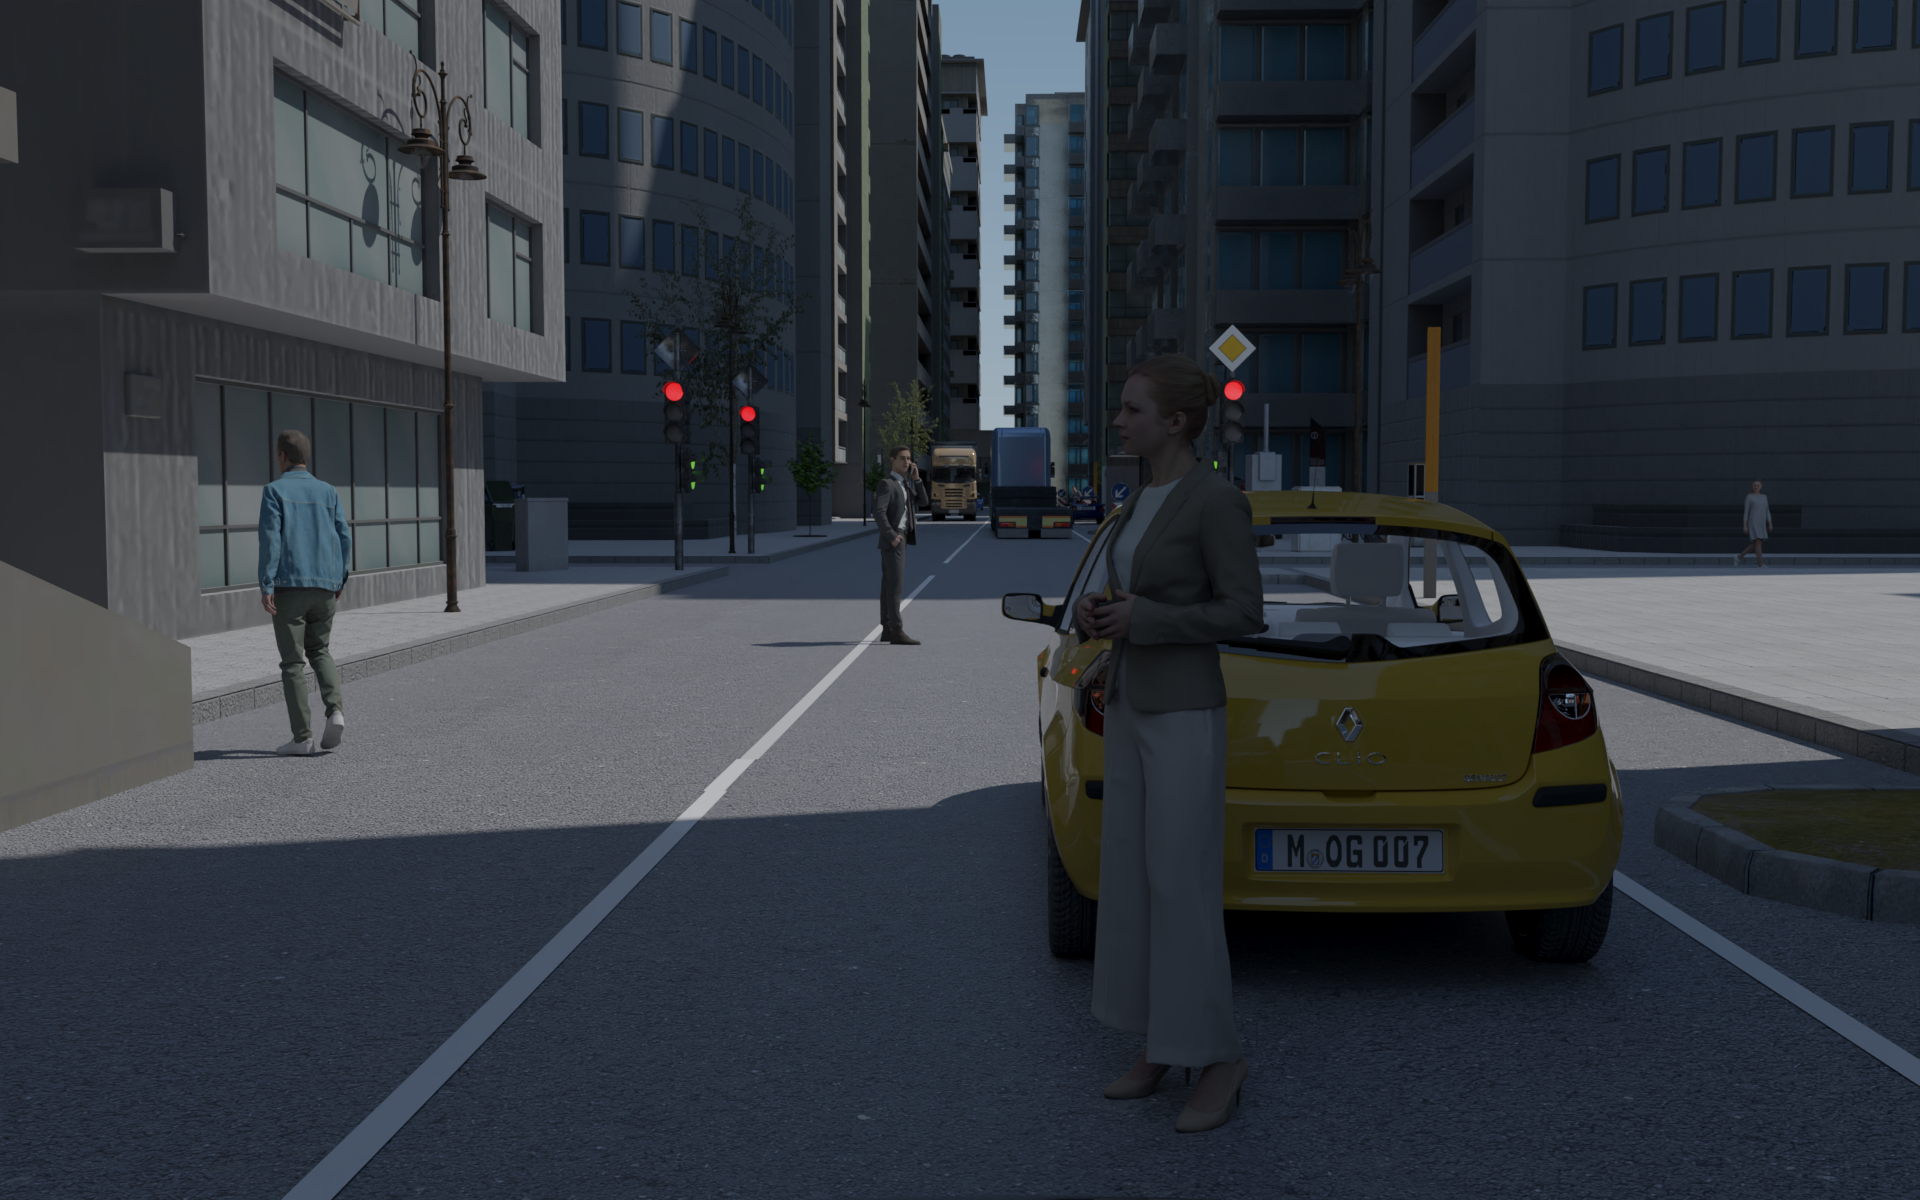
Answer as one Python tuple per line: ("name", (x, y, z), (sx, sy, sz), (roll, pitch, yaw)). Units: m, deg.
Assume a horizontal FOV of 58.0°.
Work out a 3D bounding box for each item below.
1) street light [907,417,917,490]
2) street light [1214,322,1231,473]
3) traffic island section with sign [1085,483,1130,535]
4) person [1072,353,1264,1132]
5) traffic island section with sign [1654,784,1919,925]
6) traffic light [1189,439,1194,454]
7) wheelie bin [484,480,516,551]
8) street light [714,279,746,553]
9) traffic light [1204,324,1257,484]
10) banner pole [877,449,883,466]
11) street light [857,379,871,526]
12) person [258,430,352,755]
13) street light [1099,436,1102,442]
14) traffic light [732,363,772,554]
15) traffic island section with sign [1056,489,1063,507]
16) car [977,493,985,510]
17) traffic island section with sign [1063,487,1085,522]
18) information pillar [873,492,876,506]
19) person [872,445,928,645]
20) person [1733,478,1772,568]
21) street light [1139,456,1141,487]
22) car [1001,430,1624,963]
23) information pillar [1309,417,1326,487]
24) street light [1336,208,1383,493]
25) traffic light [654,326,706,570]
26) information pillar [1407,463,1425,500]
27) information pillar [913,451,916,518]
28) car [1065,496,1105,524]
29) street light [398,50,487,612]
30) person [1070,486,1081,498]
("street light", (-2.835, -7.913, 102.167), (0.468, 5.910, 1.993), (0, 4, 2))
("street light", (7.122, -4.512, 46.561), (0.468, 5.910, 1.993), (0, 4, 2))
("traffic island section with sign", (5.577, -3.251, 61.783), (1.989, 1.847, 2.006), (0, 4, 2))
("person", (0.453, 0.304, 4.079), (0.362, 1.759, 0.519), (-2, 4, -25))
("traffic island section with sign", (3.818, 0.126, 6.568), (1.989, 1.847, 2.006), (0, 4, 2))
("traffic light", (4.743, -2.928, 36.788), (0.839, 4.253, 0.868), (0, 4, 2))
("wheelie bin", (-10.442, -1.898, 38.937), (0.693, 1.594, 0.980), (3, 5, 44))
("street light", (-4.933, -3.947, 37.322), (0.468, 5.910, 1.993), (0, 4, 2))
("traffic light", (4.489, -2.440, 28.807), (0.839, 4.253, 0.868), (0, 4, 2))
("banner pole", (-4.441, -6.518, 96.584), (0.401, 3.779, 0.863), (-2, 4, -28))
("street light", (-3.835, -5.918, 69.544), (0.468, 5.910, 1.993), (0, 4, 2))
("person", (-3.596, -0.041, 9.514), (0.444, 1.785, 0.601), (3, 5, 42))
("street light", (9.177, -8.482, 111.473), (0.468, 5.910, 1.993), (0, 4, 2))
("traffic light", (-4.464, -2.945, 37.064), (0.839, 4.253, 0.868), (0, 4, 2))
("traffic island section with sign", (8.916, -9.676, 166.829), (1.989, 1.847, 2.006), (0, 4, 2))
("car", (1.209, -8.768, 152.941), (1.945, 1.707, 3.694), (0, 4, 1))
("traffic island section with sign", (6.435, -4.899, 88.725), (1.989, 1.847, 2.006), (0, 4, 2))
("information pillar", (-4.380, -5.285, 90.902), (0.304, 2.012, 0.304), (-1, 4, -19))
("person", (-0.561, -0.541, 16.704), (0.474, 1.900, 0.648), (1, 4, 9))
("person", (14.824, -1.413, 32.359), (0.466, 1.731, 0.760), (-3, 5, -44))
("street light", (8.205, -6.487, 78.845), (0.468, 5.910, 1.993), (0, 4, 2))
("car", (1.161, 0.212, 6.751), (2.015, 1.641, 3.980), (0, 4, 2))
("information pillar", (10.834, -3.743, 52.556), (0.504, 3.616, 0.183), (2, 4, 23))
("street light", (6.510, -3.400, 28.379), (0.468, 5.910, 1.993), (0, 4, 2))
("traffic light", (-4.718, -2.456, 29.082), (0.839, 4.253, 0.868), (0, 4, 2))
("information pillar", (10.938, -2.266, 41.549), (0.304, 2.012, 0.304), (-1, 4, -22))
("information pillar", (-2.514, -6.281, 94.057), (0.183, 3.616, 0.504), (0, 4, 3))
("car", (6.032, -4.321, 83.232), (1.945, 1.354, 3.894), (0, 4, 1))
("street light", (-5.525, -2.806, 18.668), (0.468, 5.910, 1.993), (0, 4, 2))
("person", (6.050, -5.021, 90.400), (0.655, 1.846, 0.447), (3, 4, 38))
